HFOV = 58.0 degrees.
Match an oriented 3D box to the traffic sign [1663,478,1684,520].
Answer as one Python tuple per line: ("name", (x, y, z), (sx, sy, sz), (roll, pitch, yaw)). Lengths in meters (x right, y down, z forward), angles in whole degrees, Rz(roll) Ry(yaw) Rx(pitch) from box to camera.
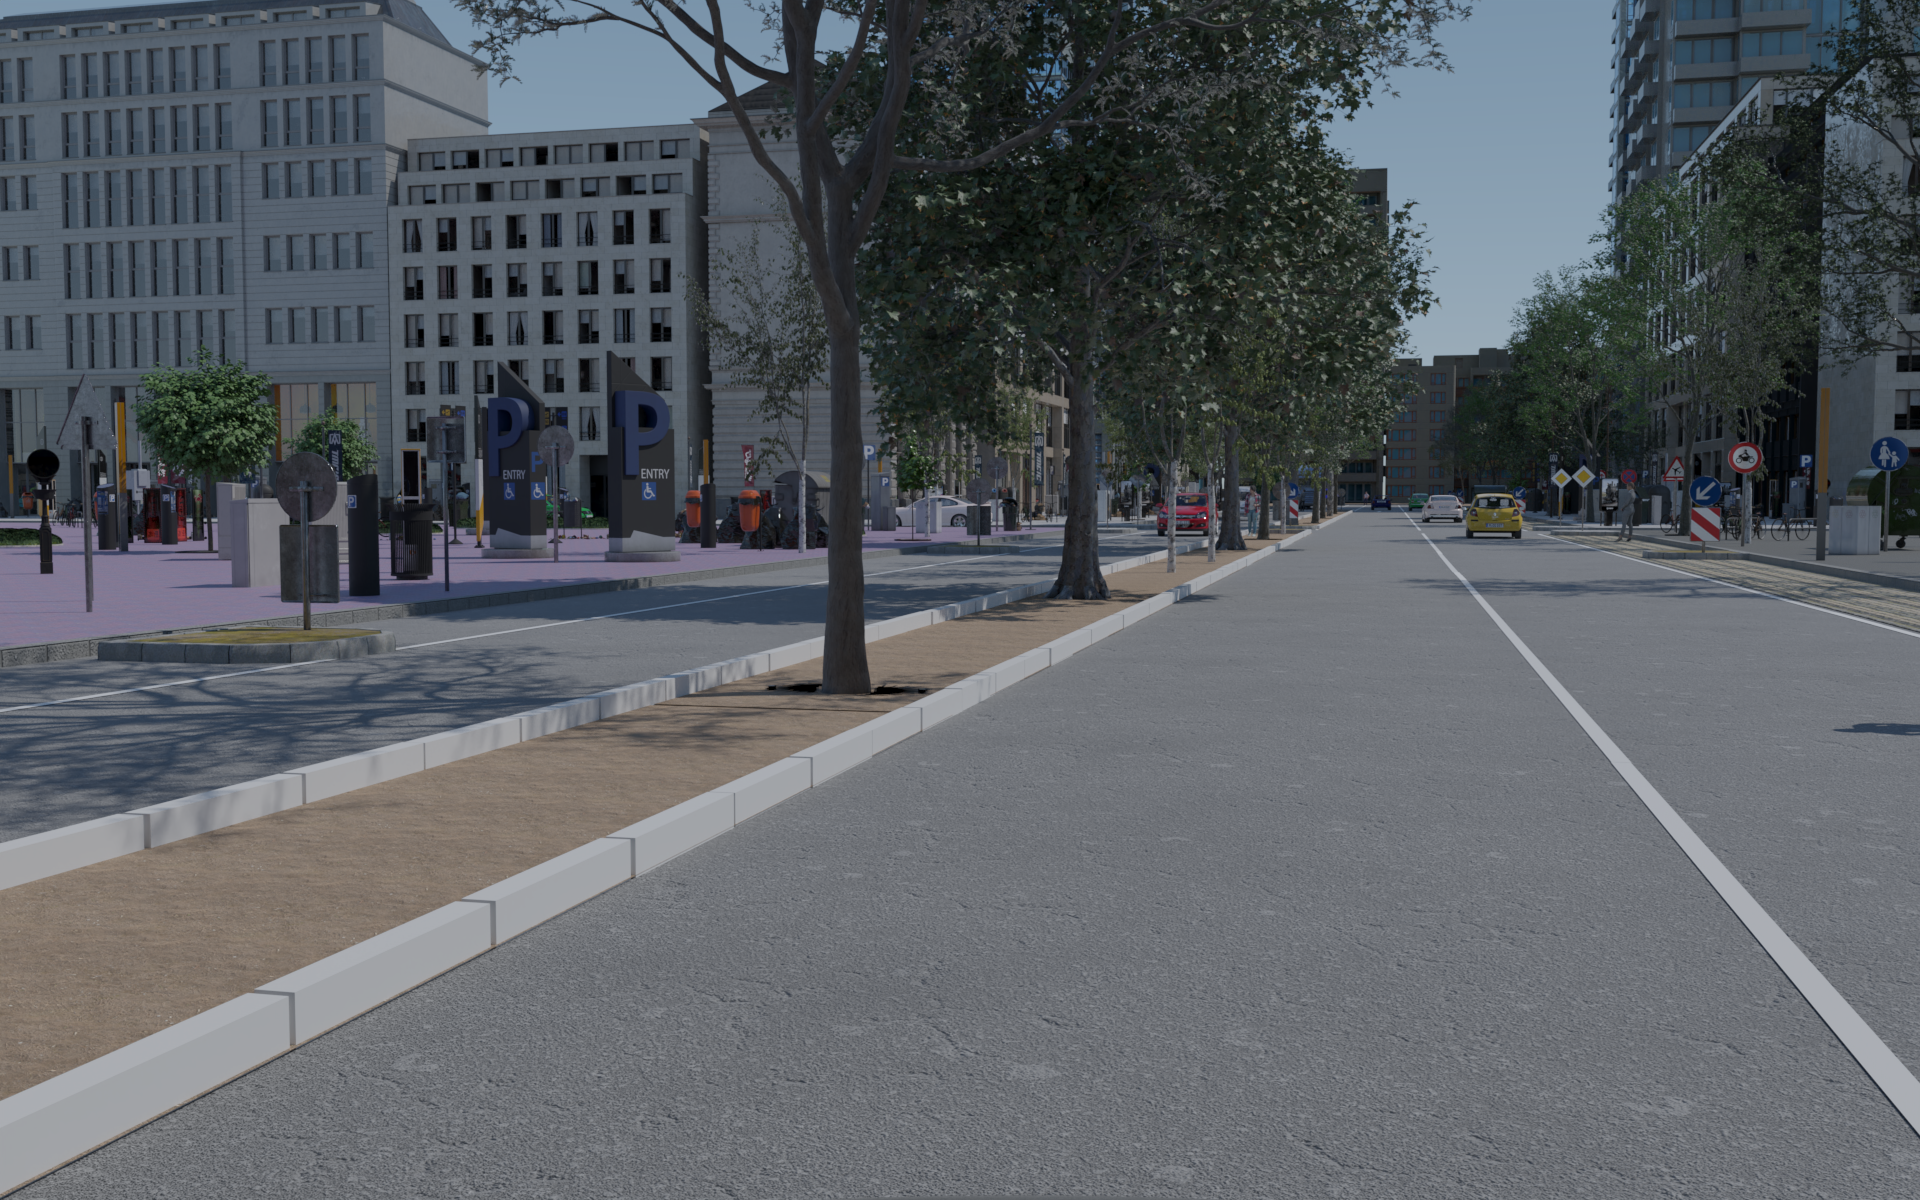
("traffic sign", (29.635, -4.395, 71.864), (0.884, 2.594, 0.081), (2, 4, 24))

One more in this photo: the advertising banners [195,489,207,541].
("advertising banners", (-20.940, -3.077, 46.503), (0.090, 3.025, 2.074), (1, 4, 12))

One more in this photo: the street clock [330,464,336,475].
("street clock", (-15.062, -2.242, 41.232), (0.471, 2.002, 0.358), (3, 5, 42))

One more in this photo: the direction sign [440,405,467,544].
("direction sign", (-12.914, -3.194, 44.227), (0.379, 3.537, 0.876), (2, 4, 27))

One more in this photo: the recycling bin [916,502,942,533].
("recycling bin", (-1.026, -2.705, 56.773), (0.722, 1.027, 0.722), (1, 4, 13))

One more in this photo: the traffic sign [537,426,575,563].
("traffic sign", (-7.534, -1.965, 32.240), (0.768, 2.556, 0.104), (1, 4, 15))

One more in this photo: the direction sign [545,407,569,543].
("direction sign", (-10.573, -3.250, 45.133), (0.876, 3.537, 0.379), (1, 4, 21))

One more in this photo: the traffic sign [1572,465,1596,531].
("traffic sign", (21.620, -3.453, 60.099), (0.795, 2.450, 0.064), (1, 4, 14))

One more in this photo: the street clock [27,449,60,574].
("street clock", (-14.692, -1.421, 27.805), (0.471, 2.002, 0.358), (-2, 4, -27))

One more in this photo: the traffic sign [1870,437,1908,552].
("traffic sign", (20.621, -2.349, 38.512), (0.768, 2.556, 0.104), (1, 4, 20))

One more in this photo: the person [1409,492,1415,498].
("person", (54.294, -12.122, 207.421), (0.721, 1.735, 1.217), (-3, 4, -36))

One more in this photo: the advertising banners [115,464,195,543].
("advertising banners", (-21.101, -2.996, 45.165), (2.074, 3.025, 0.090), (0, 4, 1))

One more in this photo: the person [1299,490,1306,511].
("person", (28.336, -8.236, 143.338), (0.592, 1.802, 0.473), (-1, 4, -9))

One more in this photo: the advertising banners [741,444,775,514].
("advertising banners", (-6.906, -4.013, 61.796), (2.074, 3.025, 0.090), (-3, 4, -38))

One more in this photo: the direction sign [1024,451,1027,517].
("direction sign", (3.485, -6.093, 91.612), (0.379, 3.537, 0.876), (0, 4, -4))

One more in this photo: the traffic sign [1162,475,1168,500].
("traffic sign", (13.776, -7.069, 115.685), (0.768, 2.556, 0.104), (1, 4, 19))

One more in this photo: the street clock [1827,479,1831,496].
("street clock", (40.274, -4.655, 80.675), (0.471, 2.002, 0.358), (2, 4, 29))

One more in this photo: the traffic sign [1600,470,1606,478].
("traffic sign", (33.174, -5.492, 89.903), (0.768, 2.556, 0.104), (1, 4, 22))

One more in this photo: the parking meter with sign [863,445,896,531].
("parking meter with sign", (-2.797, -3.933, 60.559), (0.543, 3.016, 1.738), (-2, 4, -33))

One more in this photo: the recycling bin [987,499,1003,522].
("recycling bin", (1.658, -4.192, 81.099), (0.722, 1.027, 0.722), (2, 4, 29))

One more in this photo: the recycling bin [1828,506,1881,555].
("recycling bin", (18.941, -1.475, 36.669), (0.722, 1.027, 0.722), (-1, 4, -20))

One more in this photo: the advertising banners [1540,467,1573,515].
("advertising banners", (37.284, -6.858, 108.312), (2.074, 3.025, 0.090), (0, 4, -1))

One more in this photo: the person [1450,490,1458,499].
("person", (47.164, -9.609, 165.591), (1.348, 1.826, 0.705), (-2, 4, -27))

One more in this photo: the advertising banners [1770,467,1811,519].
("advertising banners", (42.272, -5.618, 88.038), (2.074, 3.025, 0.090), (0, 4, 3))

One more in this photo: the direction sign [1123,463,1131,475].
("direction sign", (12.081, -8.107, 124.541), (0.876, 3.537, 0.379), (2, 4, 35))

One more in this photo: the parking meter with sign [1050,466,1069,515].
("parking meter with sign", (6.476, -6.770, 106.947), (1.738, 3.016, 0.543), (-1, 4, -18))

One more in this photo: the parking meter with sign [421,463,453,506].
("parking meter with sign", (-26.592, -5.613, 88.036), (1.738, 3.016, 0.543), (0, 4, 6))

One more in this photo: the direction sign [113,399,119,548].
("direction sign", (-20.205, -3.027, 41.493), (0.379, 3.537, 0.876), (-2, 4, -28))

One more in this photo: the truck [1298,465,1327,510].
("truck", (33.777, -10.803, 166.386), (2.967, 4.110, 18.799), (1, 4, 12))

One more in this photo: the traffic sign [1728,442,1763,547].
("traffic sign", (19.145, -2.580, 42.287), (0.768, 2.556, 0.104), (1, 4, 20))

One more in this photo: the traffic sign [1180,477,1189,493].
("traffic sign", (16.334, -7.678, 125.647), (0.768, 2.556, 0.104), (1, 4, 22))

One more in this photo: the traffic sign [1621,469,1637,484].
("traffic sign", (34.390, -5.442, 89.091), (0.768, 2.556, 0.104), (1, 4, 19))

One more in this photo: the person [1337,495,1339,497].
("person", (47.315, -12.735, 216.585), (0.709, 1.838, 0.599), (3, 4, 37))

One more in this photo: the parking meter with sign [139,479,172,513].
("parking meter with sign", (-42.166, -5.784, 90.827), (1.738, 3.016, 0.543), (0, 4, -1))

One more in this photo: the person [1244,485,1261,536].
("person", (9.895, -3.007, 58.496), (0.563, 1.720, 0.643), (2, 4, 24))

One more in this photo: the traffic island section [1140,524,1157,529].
("traffic island section", (7.361, -3.036, 71.924), (2.009, 0.180, 2.903), (1, 4, 14))

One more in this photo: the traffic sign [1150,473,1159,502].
("traffic sign", (11.976, -6.620, 108.244), (0.884, 2.594, 0.081), (1, 4, 17))

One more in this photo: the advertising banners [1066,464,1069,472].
("advertising banners", (6.142, -5.506, 86.215), (2.074, 3.025, 0.090), (2, 4, 35))

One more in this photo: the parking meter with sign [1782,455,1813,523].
("parking meter with sign", (37.021, -4.915, 76.620), (1.738, 3.016, 0.543), (-3, 4, -39))

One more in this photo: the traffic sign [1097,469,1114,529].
("traffic sign", (5.467, -3.698, 64.104), (0.795, 2.450, 0.064), (1, 4, 14))

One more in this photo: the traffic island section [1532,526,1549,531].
("traffic island section", (23.564, -2.792, 67.923), (2.009, 0.180, 2.903), (1, 4, 14))

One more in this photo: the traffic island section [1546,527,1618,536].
("traffic island section", (21.645, -2.317, 60.171), (2.009, 0.180, 2.903), (1, 4, 14))

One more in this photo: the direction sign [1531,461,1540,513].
("direction sign", (39.230, -7.709, 118.036), (0.379, 3.537, 0.876), (-1, 4, -19))

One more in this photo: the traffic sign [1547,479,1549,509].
("traffic sign", (40.232, -7.246, 118.570), (0.768, 2.556, 0.104), (1, 4, 20))

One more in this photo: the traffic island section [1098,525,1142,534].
("traffic island section", (5.442, -2.562, 64.172), (2.009, 0.180, 2.903), (1, 4, 14))

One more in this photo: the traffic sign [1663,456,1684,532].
("traffic sign", (24.261, -3.589, 58.685), (0.884, 2.594, 0.081), (1, 4, 23))

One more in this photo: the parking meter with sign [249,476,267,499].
("parking meter with sign", (-29.195, -4.643, 72.177), (0.543, 3.016, 1.738), (0, 4, 4))

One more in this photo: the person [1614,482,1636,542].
("person", (19.887, -2.631, 51.790), (0.573, 1.790, 0.520), (1, 4, 22))

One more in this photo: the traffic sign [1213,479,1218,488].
("traffic sign", (18.934, -7.856, 129.628), (0.795, 2.450, 0.064), (1, 4, 14))

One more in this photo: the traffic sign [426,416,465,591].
("traffic sign", (-6.772, -1.265, 22.809), (0.606, 2.300, 0.079), (1, 4, 21))

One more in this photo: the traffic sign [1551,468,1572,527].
("traffic sign", (23.539, -3.927, 67.851), (0.795, 2.450, 0.064), (1, 4, 14))

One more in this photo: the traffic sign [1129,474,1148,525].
("traffic sign", (7.386, -4.172, 71.856), (0.795, 2.450, 0.064), (1, 4, 14))

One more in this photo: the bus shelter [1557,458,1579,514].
("bus shelter", (39.056, -7.355, 111.539), (1.731, 3.624, 6.357), (1, 4, 14))

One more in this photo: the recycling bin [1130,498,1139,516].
("recycling bin", (10.430, -5.444, 101.558), (0.722, 1.027, 0.722), (-2, 4, -26))

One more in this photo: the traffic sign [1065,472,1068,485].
("traffic sign", (5.103, -4.715, 79.223), (0.606, 2.300, 0.079), (1, 4, 20))

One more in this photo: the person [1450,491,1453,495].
("person", (54.488, -11.175, 191.884), (0.621, 1.740, 0.551), (0, 4, -1))

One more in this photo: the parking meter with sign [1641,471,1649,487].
("parking meter with sign", (50.475, -8.047, 127.823), (0.543, 3.016, 1.738), (2, 4, 27))
